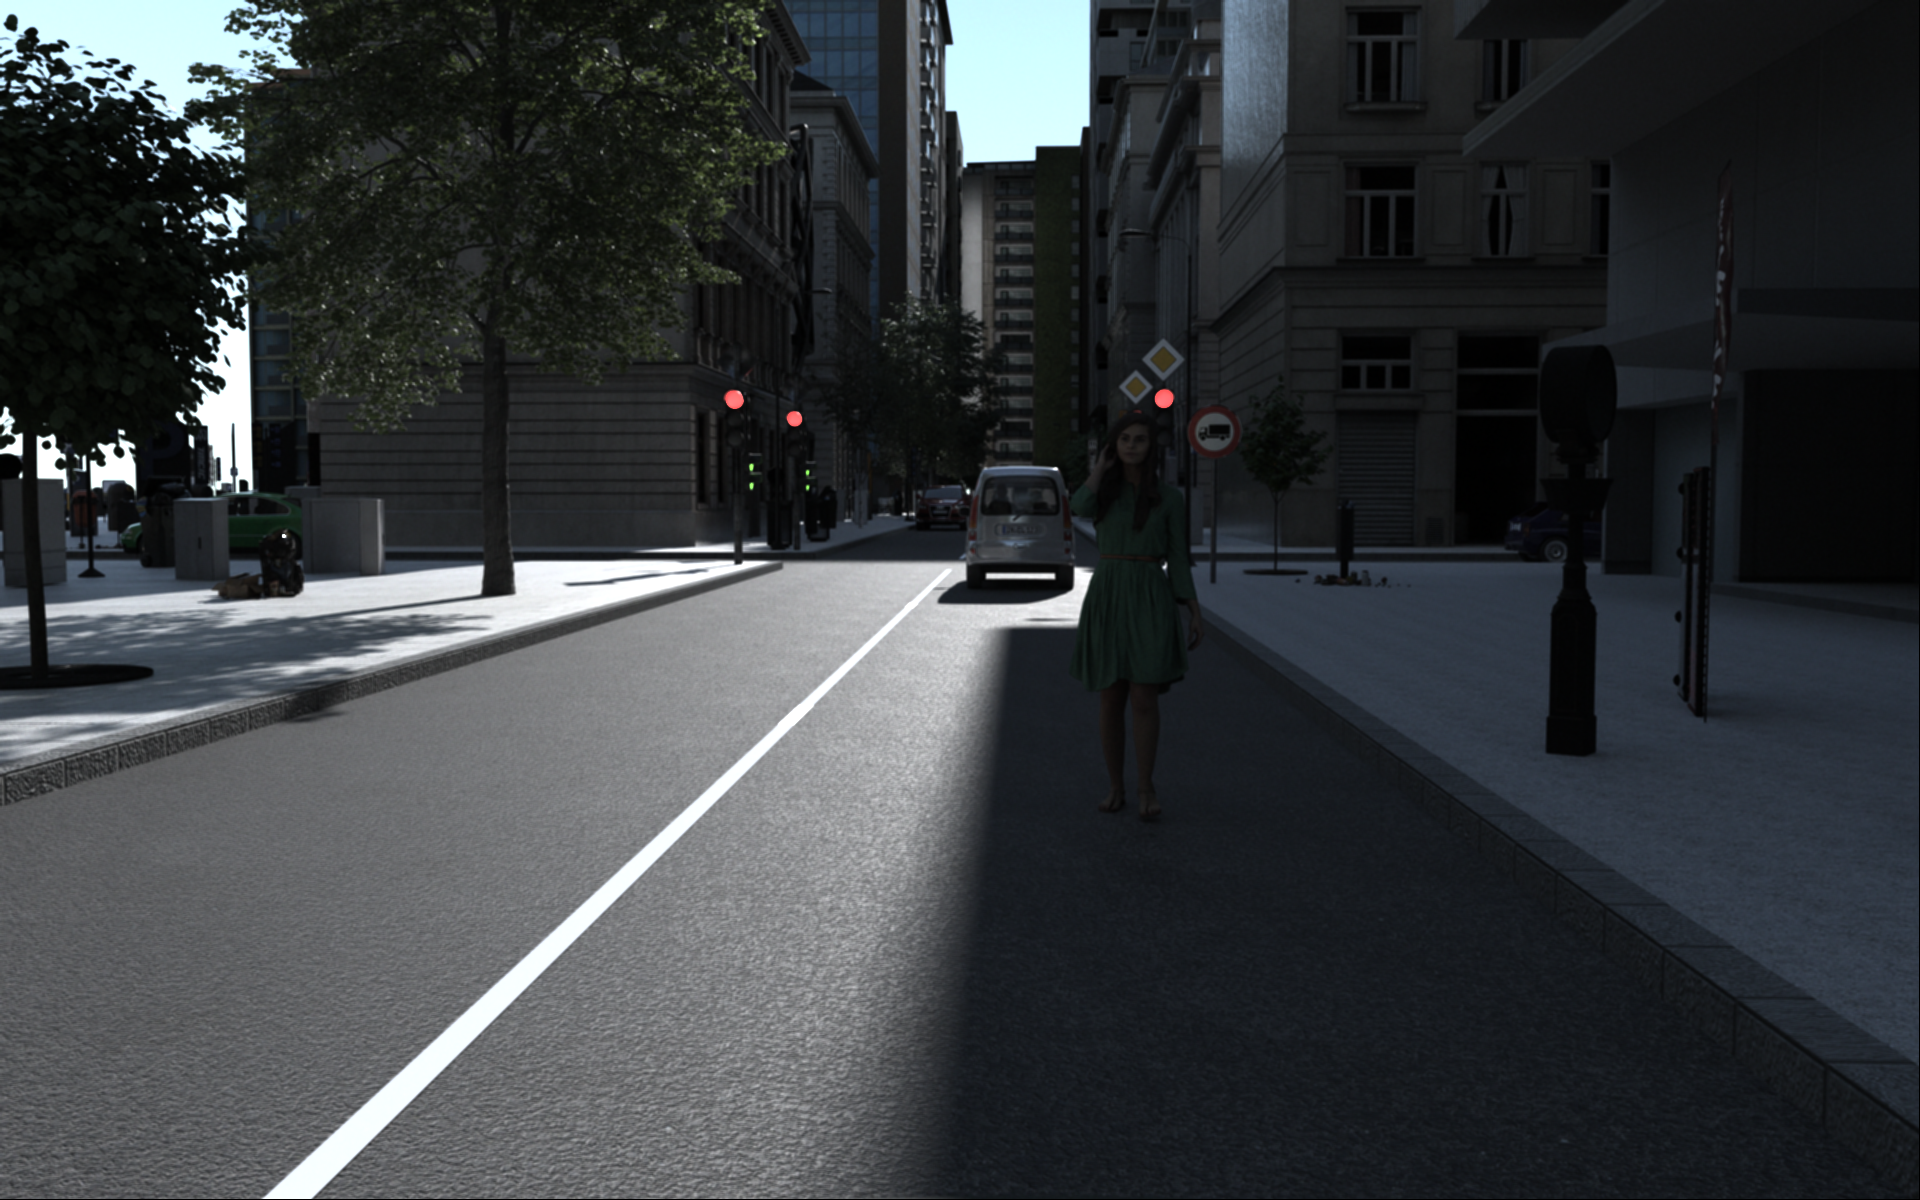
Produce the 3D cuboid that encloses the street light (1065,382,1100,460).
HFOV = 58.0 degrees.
[{"bbox_3d":[5.221,-6.059,71.606,1.470,5.913,1.316,0,4,2],"label":"street light"}]

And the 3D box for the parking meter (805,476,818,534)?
[{"bbox_3d":[-4.779,-3.059,55.723,0.255,1.863,0.399,3,4,36],"label":"parking meter"}]

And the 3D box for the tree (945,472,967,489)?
[{"bbox_3d":[-0.415,-9.195,144.943,1.663,3.219,1.824,0,3,0],"label":"tree"}]

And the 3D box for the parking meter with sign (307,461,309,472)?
[{"bbox_3d":[-34.177,-5.823,91.471,0.543,3.016,1.738,-1,4,-19],"label":"parking meter with sign"}]

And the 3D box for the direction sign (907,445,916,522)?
[{"bbox_3d":[-2.257,-5.434,80.835,0.379,3.537,0.876,-2,4,-26],"label":"direction sign"}]

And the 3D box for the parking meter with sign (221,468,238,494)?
[{"bbox_3d":[-48.547,-7.243,114.686,1.738,3.016,0.543,2,4,32],"label":"parking meter with sign"}]

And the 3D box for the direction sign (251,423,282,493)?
[{"bbox_3d":[-22.136,-3.874,55.338,0.876,3.537,0.379,-2,4,-24],"label":"direction sign"}]

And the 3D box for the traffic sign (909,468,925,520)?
[{"bbox_3d":[-2.138,-5.155,84.287,0.884,2.594,0.081,0,4,6],"label":"traffic sign"}]

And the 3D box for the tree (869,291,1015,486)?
[{"bbox_3d":[-1.632,-12.402,109.435,9.857,13.997,8.962,0,3,0],"label":"tree"}]

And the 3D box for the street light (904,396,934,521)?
[{"bbox_3d":[-1.937,-6.690,81.929,1.470,5.913,1.316,0,4,2],"label":"street light"}]

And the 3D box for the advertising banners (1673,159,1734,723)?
[{"bbox_3d":[4.335,-0.852,10.118,0.090,3.025,2.074,1,4,18],"label":"advertising banners"}]

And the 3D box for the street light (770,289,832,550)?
[{"bbox_3d":[-3.606,-4.087,39.360,1.470,5.913,1.316,0,4,2],"label":"street light"}]

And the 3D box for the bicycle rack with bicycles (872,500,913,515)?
[{"bbox_3d":[-4.367,-5.776,107.818,2.925,0.926,2.852,-1,4,-16],"label":"bicycle rack with bicycles"}]

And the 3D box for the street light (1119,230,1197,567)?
[{"bbox_3d":[3.495,-3.551,30.607,1.470,5.913,1.316,0,4,2],"label":"street light"}]

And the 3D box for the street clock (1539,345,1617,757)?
[{"bbox_3d":[3.028,-0.242,8.524,0.358,2.002,0.471,3,4,38],"label":"street clock"}]

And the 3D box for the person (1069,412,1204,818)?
[{"bbox_3d":[0.775,0.062,7.736,0.600,1.795,0.529,0,3,0],"label":"person"}]

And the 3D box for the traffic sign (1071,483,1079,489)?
[{"bbox_3d":[6.837,-6.131,100.247,0.884,2.594,0.081,1,4,9],"label":"traffic sign"}]

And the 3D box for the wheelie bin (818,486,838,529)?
[{"bbox_3d":[-4.923,-3.468,64.607,0.693,1.594,0.980,-1,4,-20],"label":"wheelie bin"}]

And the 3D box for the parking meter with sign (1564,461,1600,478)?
[{"bbox_3d":[14.194,-2.649,39.568,1.738,3.016,0.543,2,4,31],"label":"parking meter with sign"}]

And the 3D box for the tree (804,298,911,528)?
[{"bbox_3d":[-3.710,-6.975,64.403,4.360,8.622,3.978,0,3,0],"label":"tree"}]

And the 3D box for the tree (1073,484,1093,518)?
[{"bbox_3d":[6.651,-5.960,92.042,1.663,3.219,1.824,0,3,0],"label":"tree"}]

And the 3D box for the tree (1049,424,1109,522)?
[{"bbox_3d":[6.452,-6.150,84.263,4.285,4.588,4.351,0,3,0],"label":"tree"}]

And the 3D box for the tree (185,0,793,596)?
[{"bbox_3d":[-5.485,-6.329,21.605,7.486,12.596,7.792,0,3,0],"label":"tree"}]

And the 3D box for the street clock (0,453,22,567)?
[{"bbox_3d":[-16.830,-1.593,30.617,0.471,2.002,0.358,-3,4,-38],"label":"street clock"}]

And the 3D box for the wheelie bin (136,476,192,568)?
[{"bbox_3d":[-13.923,-1.377,30.424,0.693,1.594,0.980,2,4,30],"label":"wheelie bin"}]

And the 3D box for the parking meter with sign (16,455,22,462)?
[{"bbox_3d":[-41.430,-4.914,76.609,0.543,3.016,1.738,-2,4,-28],"label":"parking meter with sign"}]

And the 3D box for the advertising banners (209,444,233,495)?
[{"bbox_3d":[-25.844,-3.932,60.480,0.090,3.025,2.074,-3,5,-44],"label":"advertising banners"}]

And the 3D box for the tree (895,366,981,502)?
[{"bbox_3d":[-1.979,-9.203,100.837,4.737,8.622,4.395,0,3,0],"label":"tree"}]

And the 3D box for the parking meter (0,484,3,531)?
[{"bbox_3d":[-33.211,-3.329,60.134,0.255,1.863,0.399,-1,4,-13],"label":"parking meter"}]

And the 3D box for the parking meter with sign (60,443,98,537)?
[{"bbox_3d":[-26.727,-3.448,52.633,0.543,3.016,1.738,-1,4,-9],"label":"parking meter with sign"}]

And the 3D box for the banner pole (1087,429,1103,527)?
[{"bbox_3d":[5.247,-4.699,66.841,0.863,3.779,0.401,-2,4,-31],"label":"banner pole"}]

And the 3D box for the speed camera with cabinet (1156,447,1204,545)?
[{"bbox_3d":[5.355,-2.988,43.185,0.660,3.252,2.038,3,4,36],"label":"speed camera with cabinet"}]

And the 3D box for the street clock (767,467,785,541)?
[{"bbox_3d":[-4.977,-2.588,46.886,0.471,2.002,0.358,-1,4,-14],"label":"street clock"}]

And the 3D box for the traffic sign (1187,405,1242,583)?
[{"bbox_3d":[3.642,-1.513,24.839,0.768,2.556,0.104,0,4,7],"label":"traffic sign"}]

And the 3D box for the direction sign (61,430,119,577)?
[{"bbox_3d":[-13.445,-2.123,26.705,0.876,3.537,0.379,-1,4,-21],"label":"direction sign"}]

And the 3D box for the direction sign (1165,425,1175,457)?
[{"bbox_3d":[6.748,-3.932,56.292,0.379,3.537,0.876,3,4,36],"label":"direction sign"}]

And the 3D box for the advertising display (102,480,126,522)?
[{"bbox_3d":[-38.320,-4.481,78.479,0.974,1.923,0.123,-1,4,-21],"label":"advertising display"}]

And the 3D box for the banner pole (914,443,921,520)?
[{"bbox_3d":[-2.069,-5.863,85.876,0.401,3.779,0.863,1,4,16],"label":"banner pole"}]

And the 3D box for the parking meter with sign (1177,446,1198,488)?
[{"bbox_3d":[6.444,-3.374,51.420,1.738,3.016,0.543,-3,5,-42],"label":"parking meter with sign"}]

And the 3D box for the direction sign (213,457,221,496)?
[{"bbox_3d":[-45.212,-6.925,105.217,0.379,3.537,0.876,1,4,22],"label":"direction sign"}]

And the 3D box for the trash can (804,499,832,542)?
[{"bbox_3d":[-3.821,-2.145,46.724,0.748,1.137,0.748,0,3,0],"label":"trash can"}]

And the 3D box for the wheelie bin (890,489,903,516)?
[{"bbox_3d":[-3.740,-5.827,103.175,0.693,1.594,0.980,-2,4,-23],"label":"wheelie bin"}]

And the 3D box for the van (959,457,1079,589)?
[{"bbox_3d":[0.965,-1.261,27.630,2.013,2.044,4.112,0,4,2],"label":"van"}]

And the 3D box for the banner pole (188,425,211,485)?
[{"bbox_3d":[-24.319,-3.985,55.168,0.863,3.779,0.401,-3,5,-41],"label":"banner pole"}]

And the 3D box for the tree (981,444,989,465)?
[{"bbox_3d":[1.047,-13.489,170.909,4.737,8.622,4.395,0,3,0],"label":"tree"}]

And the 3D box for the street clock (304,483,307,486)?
[{"bbox_3d":[-41.631,-6.479,110.503,0.471,2.002,0.358,3,5,39],"label":"street clock"}]

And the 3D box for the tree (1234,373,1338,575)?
[{"bbox_3d":[5.212,-2.029,27.771,1.663,3.219,1.824,0,3,0],"label":"tree"}]

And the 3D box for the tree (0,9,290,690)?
[{"bbox_3d":[-6.347,-1.728,11.971,4.285,4.588,4.351,0,3,0],"label":"tree"}]

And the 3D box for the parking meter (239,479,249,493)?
[{"bbox_3d":[-28.308,-3.840,68.493,0.255,1.863,0.399,0,4,-1],"label":"parking meter"}]

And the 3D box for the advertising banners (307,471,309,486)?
[{"bbox_3d":[-41.758,-7.039,111.280,2.074,3.025,0.090,0,4,4],"label":"advertising banners"}]

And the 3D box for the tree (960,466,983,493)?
[{"bbox_3d":[1.572,-12.155,182.445,4.285,4.588,4.351,0,3,0],"label":"tree"}]

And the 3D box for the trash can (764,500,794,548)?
[{"bbox_3d":[-4.292,-1.810,41.249,0.748,1.137,0.748,0,3,0],"label":"trash can"}]
